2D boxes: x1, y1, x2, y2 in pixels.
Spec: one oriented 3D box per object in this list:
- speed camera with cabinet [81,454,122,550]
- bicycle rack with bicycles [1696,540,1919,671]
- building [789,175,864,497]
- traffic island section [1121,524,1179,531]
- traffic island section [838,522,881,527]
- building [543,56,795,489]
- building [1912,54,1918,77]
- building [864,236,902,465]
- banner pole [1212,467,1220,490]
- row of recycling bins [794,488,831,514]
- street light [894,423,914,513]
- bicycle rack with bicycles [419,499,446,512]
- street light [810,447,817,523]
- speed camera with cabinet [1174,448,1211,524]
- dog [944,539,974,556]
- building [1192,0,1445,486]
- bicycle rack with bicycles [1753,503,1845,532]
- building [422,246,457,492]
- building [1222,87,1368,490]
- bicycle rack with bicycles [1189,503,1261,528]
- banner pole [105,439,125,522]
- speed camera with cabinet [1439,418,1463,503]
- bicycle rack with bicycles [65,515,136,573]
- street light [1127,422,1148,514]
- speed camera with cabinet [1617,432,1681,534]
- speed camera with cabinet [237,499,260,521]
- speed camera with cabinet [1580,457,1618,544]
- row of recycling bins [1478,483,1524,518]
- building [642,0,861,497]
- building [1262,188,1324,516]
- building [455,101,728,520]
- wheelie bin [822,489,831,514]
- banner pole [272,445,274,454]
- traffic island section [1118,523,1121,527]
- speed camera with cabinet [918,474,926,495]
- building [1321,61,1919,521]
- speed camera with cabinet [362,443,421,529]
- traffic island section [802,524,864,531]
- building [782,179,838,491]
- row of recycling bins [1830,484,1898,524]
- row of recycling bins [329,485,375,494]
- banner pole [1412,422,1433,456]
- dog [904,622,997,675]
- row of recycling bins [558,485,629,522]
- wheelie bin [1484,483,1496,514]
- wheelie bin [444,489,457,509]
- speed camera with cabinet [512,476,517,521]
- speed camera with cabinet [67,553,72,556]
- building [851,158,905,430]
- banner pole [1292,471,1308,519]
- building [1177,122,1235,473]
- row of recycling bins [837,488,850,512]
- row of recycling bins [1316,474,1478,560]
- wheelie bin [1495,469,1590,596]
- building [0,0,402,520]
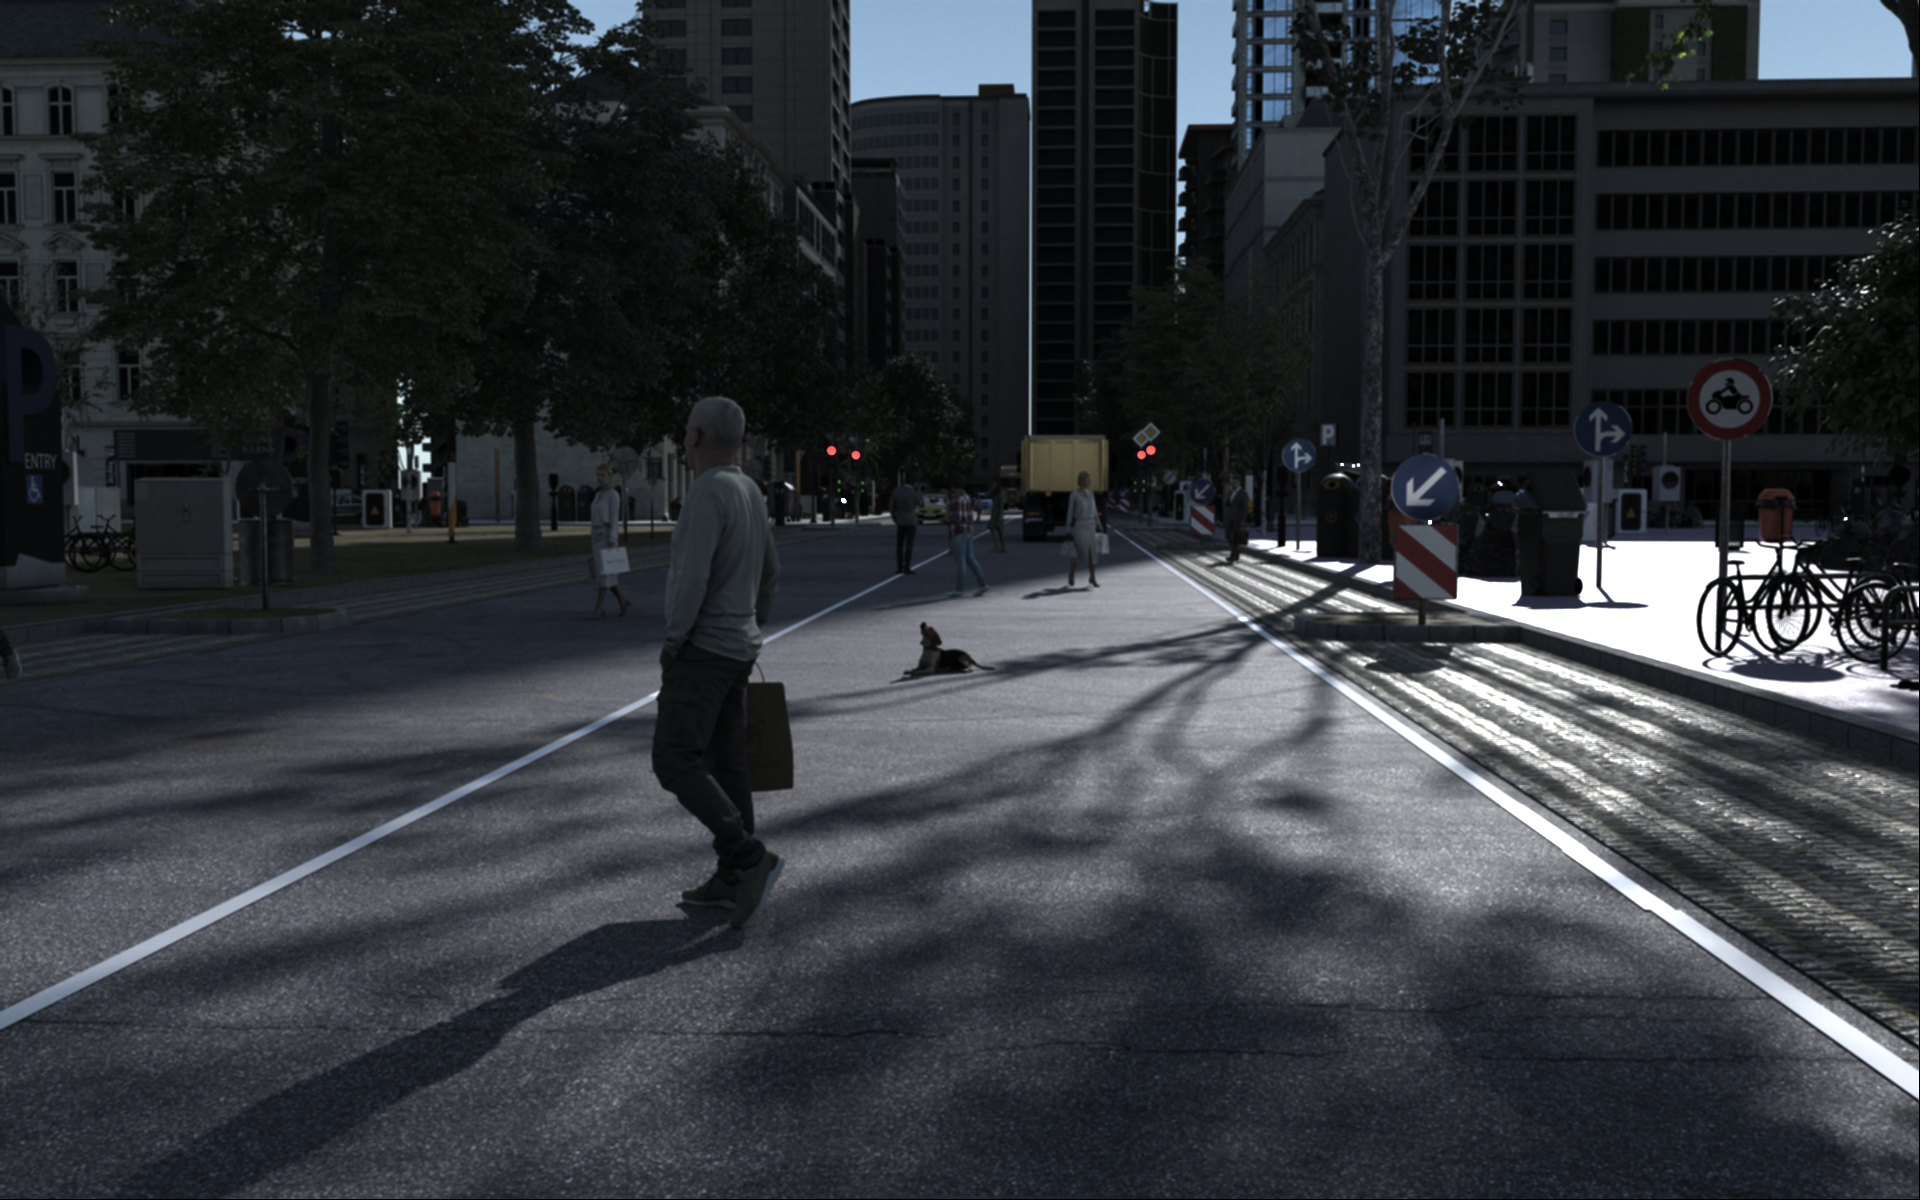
[{"bbox_3d":[-20.108,-2.790,39.950,2.038,3.252,0.660,3,5,40],"label":"speed camera with cabinet"},{"bbox_3d":[7.147,-0.021,13.733,2.925,0.926,2.852,-1,4,-14],"label":"bicycle rack with bicycles"},{"bbox_3d":[-17.028,-23.730,159.693,14.160,30.474,14.107,0,4,3],"label":"building"},{"bbox_3d":[7.435,-2.770,67.572,2.009,0.180,2.903,0,4,3],"label":"traffic island section"},{"bbox_3d":[-4.563,-3.303,76.284,2.009,0.180,2.903,0,4,3],"label":"traffic island section"},{"bbox_3d":[-19.399,-19.939,113.386,14.401,28.519,23.554,0,4,3],"label":"building"},{"bbox_3d":[59.516,-16.329,84.993,19.932,24.808,12.078,0,4,3],"label":"building"},{"bbox_3d":[-14.090,-25.855,194.433,14.160,30.474,14.107,0,4,3],"label":"building"},{"bbox_3d":[20.379,-9.082,138.511,0.863,3.779,0.401,-1,4,-14],"label":"banner pole"},{"bbox_3d":[-10.280,-6.494,113.292,3.534,1.692,1.069,-2,4,-34],"label":"row of recycling bins"},{"bbox_3d":[-3.714,-8.618,113.449,1.470,5.913,1.316,0,4,3],"label":"street light"},{"bbox_3d":[-41.949,-7.476,135.608,2.852,0.926,2.925,3,5,43],"label":"bicycle rack with bicycles"},{"bbox_3d":[-5.923,-6.335,76.120,1.470,5.913,1.316,0,4,3],"label":"street light"},{"bbox_3d":[10.094,-4.950,75.267,0.660,3.252,2.038,-2,4,-26],"label":"speed camera with cabinet"},{"bbox_3d":[-0.011,-1.231,40.325,0.748,0.427,0.550,0,4,0],"label":"dog"},{"bbox_3d":[35.578,-52.489,170.862,22.319,86.520,31.000,0,4,3],"label":"building"},{"bbox_3d":[25.832,-2.434,53.171,2.852,0.926,2.925,3,4,37],"label":"bicycle rack with bicycles"},{"bbox_3d":[-57.658,-34.569,215.315,14.200,45.320,14.600,0,4,3],"label":"building"},{"bbox_3d":[27.302,-21.840,134.579,11.434,29.767,29.804,0,4,3],"label":"building"},{"bbox_3d":[10.064,-3.230,66.199,2.925,0.926,2.852,0,4,-1],"label":"bicycle rack with bicycles"},{"bbox_3d":[-38.644,-5.451,79.141,0.401,3.779,0.863,2,4,32],"label":"banner pole"},{"bbox_3d":[12.200,-3.085,44.778,2.038,3.252,0.660,-3,5,-41],"label":"speed camera with cabinet"},{"bbox_3d":[-14.170,-0.967,29.193,2.925,0.926,2.852,-1,4,-8],"label":"bicycle rack with bicycles"},{"bbox_3d":[11.493,-8.538,112.144,1.470,5.913,1.316,0,4,3],"label":"street light"},{"bbox_3d":[21.852,-3.724,55.229,2.038,3.252,0.660,0,4,-3],"label":"speed camera with cabinet"},{"bbox_3d":[-33.135,-5.362,81.997,2.038,3.252,0.660,-1,4,-14],"label":"speed camera with cabinet"},{"bbox_3d":[16.555,-3.136,45.604,0.660,3.252,2.038,0,4,1],"label":"speed camera with cabinet"},{"bbox_3d":[19.672,-3.330,61.559,3.534,1.692,1.069,3,4,39],"label":"row of recycling bins"},{"bbox_3d":[-19.643,-45.132,176.161,20.563,71.187,20.611,0,4,3],"label":"building"},{"bbox_3d":[26.025,-16.712,109.398,11.583,22.565,21.152,0,4,3],"label":"building"},{"bbox_3d":[-19.186,-14.583,93.178,10.420,20.320,16.860,0,4,3],"label":"building"},{"bbox_3d":[-8.281,-6.216,109.539,0.693,1.594,0.980,2,4,28],"label":"wheelie bin"},{"bbox_3d":[-30.521,-5.377,77.935,0.863,3.779,0.401,-1,4,-9],"label":"banner pole"},{"bbox_3d":[7.907,-3.258,75.543,2.009,0.180,2.903,0,4,3],"label":"traffic island section"},{"bbox_3d":[-3.931,-9.593,151.177,2.038,3.252,0.660,-3,4,-36],"label":"speed camera with cabinet"},{"bbox_3d":[34.692,-16.487,88.624,30.058,24.678,14.314,0,4,3],"label":"building"},{"bbox_3d":[-21.009,-4.261,64.006,2.038,3.252,0.660,-1,4,-10],"label":"speed camera with cabinet"},{"bbox_3d":[-5.035,-2.815,68.313,2.009,0.180,2.903,0,4,3],"label":"traffic island section"},{"bbox_3d":[-18.168,-21.016,137.118,14.314,27.812,24.014,0,4,3],"label":"building"},{"bbox_3d":[38.877,-4.107,74.262,3.534,1.692,1.069,-1,4,-21],"label":"row of recycling bins"},{"bbox_3d":[-28.850,-4.470,80.201,3.534,1.692,1.069,-3,5,-40],"label":"row of recycling bins"},{"bbox_3d":[16.101,-4.317,60.594,0.863,3.779,0.401,1,4,11],"label":"banner pole"},{"bbox_3d":[-0.071,0.384,13.921,0.748,0.427,0.550,0,4,2],"label":"dog"},{"bbox_3d":[-17.219,-4.542,81.376,3.534,1.692,1.069,1,4,13],"label":"row of recycling bins"},{"bbox_3d":[9.737,-1.404,30.868,0.693,1.594,0.980,0,4,-1],"label":"wheelie bin"},{"bbox_3d":[-30.322,-5.839,103.381,0.693,1.594,0.980,3,5,42],"label":"wheelie bin"},{"bbox_3d":[-21.126,-5.430,83.111,0.660,3.252,2.038,-1,4,-19],"label":"speed camera with cabinet"},{"bbox_3d":[-19.216,-2.512,35.413,2.038,3.252,0.660,-1,4,-19],"label":"speed camera with cabinet"},{"bbox_3d":[-13.925,-32.358,212.645,14.086,41.232,14.154,0,4,3],"label":"building"},{"bbox_3d":[17.490,-6.066,89.195,0.863,3.779,0.401,1,4,21],"label":"banner pole"},{"bbox_3d":[36.786,-33.498,202.321,22.147,44.769,28.867,0,4,3],"label":"building"},{"bbox_3d":[-9.481,-7.106,123.301,3.534,1.692,1.069,1,4,12],"label":"row of recycling bins"},{"bbox_3d":[8.461,-1.666,34.357,1.069,1.692,3.534,-2,4,-32],"label":"row of recycling bins"},{"bbox_3d":[7.458,-0.862,21.997,0.980,1.594,0.693,-1,4,-11],"label":"wheelie bin"},{"bbox_3d":[-54.617,-19.407,93.720,44.131,29.872,17.030,0,4,3],"label":"building"}]
